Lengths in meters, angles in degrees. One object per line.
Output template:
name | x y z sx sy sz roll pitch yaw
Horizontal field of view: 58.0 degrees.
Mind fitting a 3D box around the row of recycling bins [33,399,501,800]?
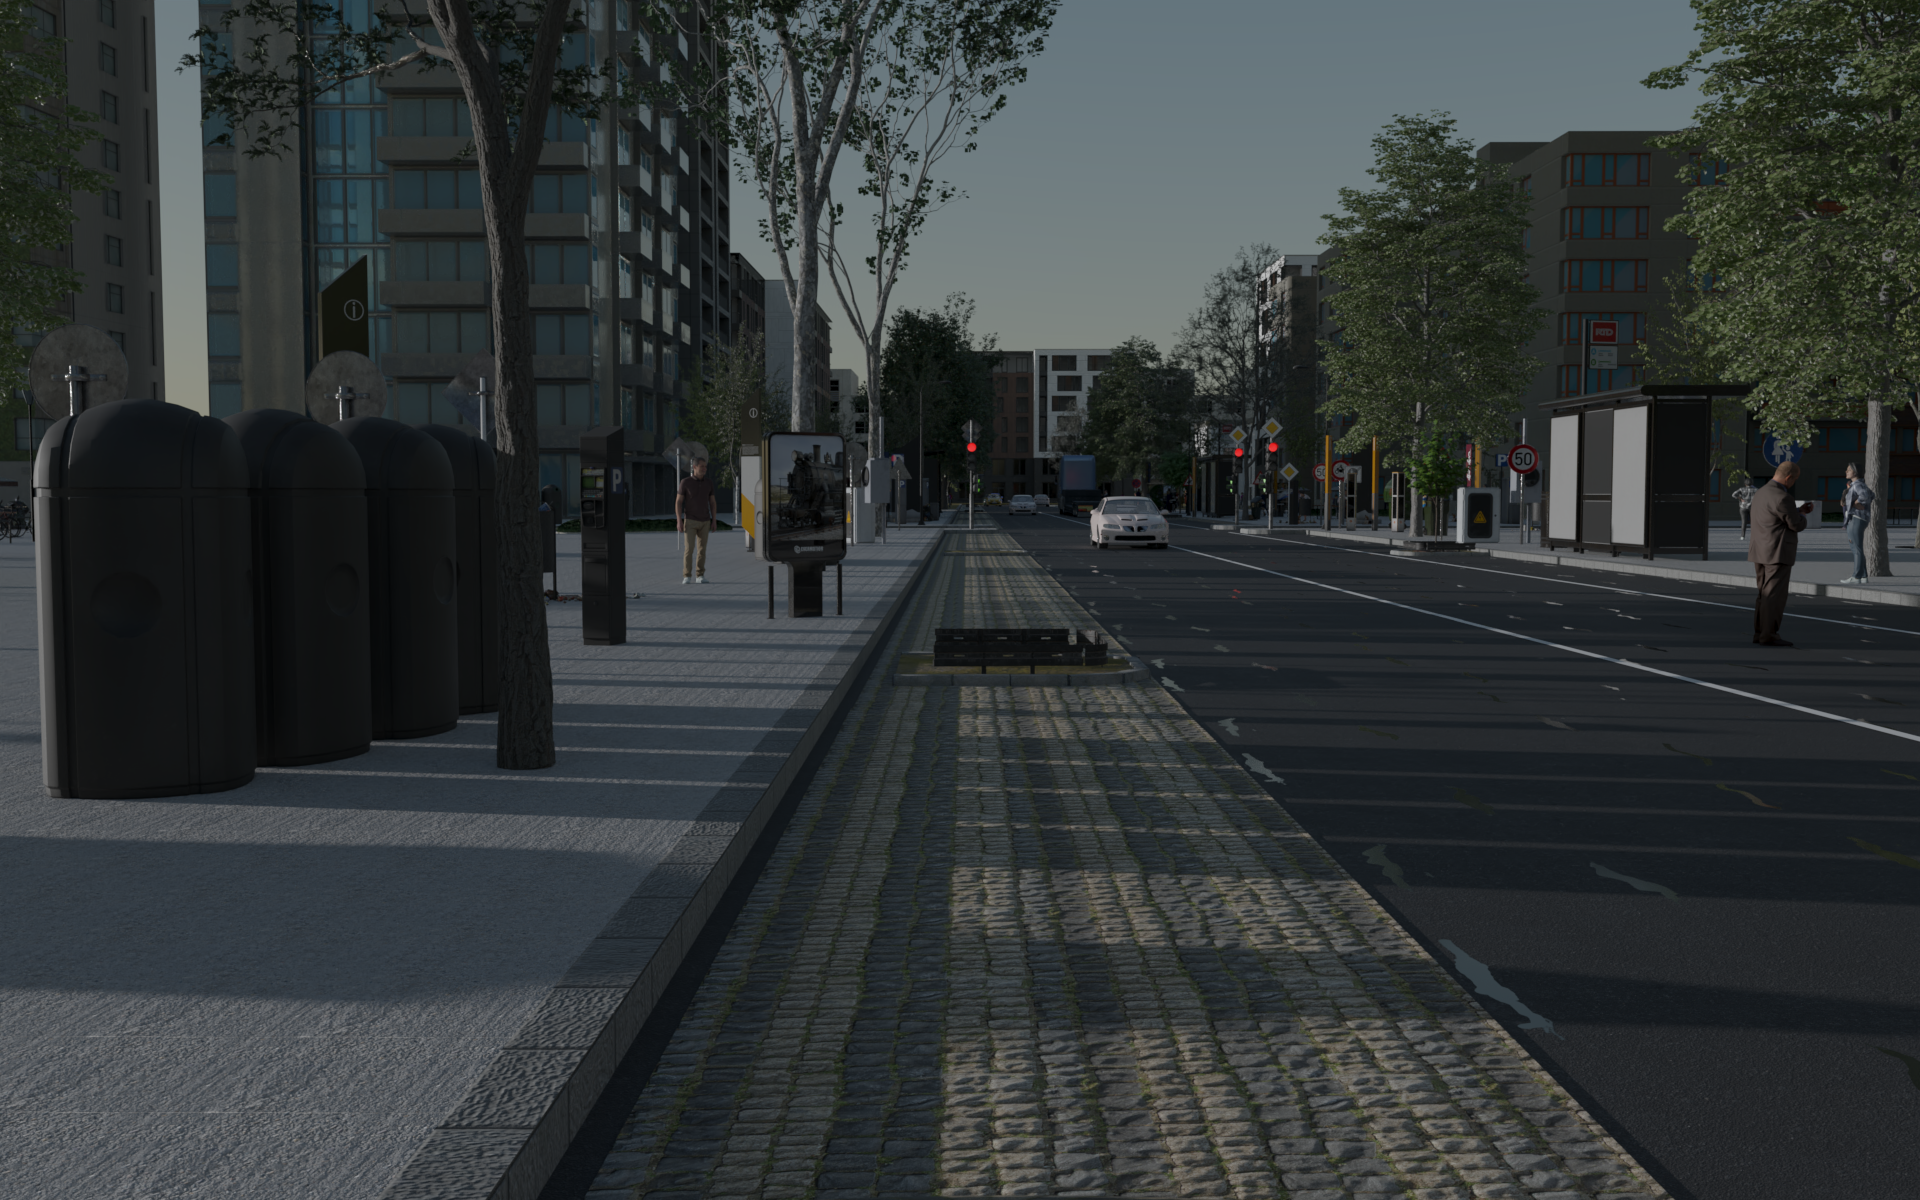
row of recycling bins | -3.305 -0.111 8.932 1.069 1.692 3.534 1 4 9

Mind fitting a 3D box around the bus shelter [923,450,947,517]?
bus shelter | -1.623 -6.299 94.266 1.731 3.624 6.357 0 4 0

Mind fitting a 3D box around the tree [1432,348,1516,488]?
tree | 24.598 -8.117 83.071 4.360 8.622 3.978 0 3 0

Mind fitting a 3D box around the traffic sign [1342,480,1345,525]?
traffic sign | 15.941 -4.393 71.936 0.768 2.556 0.104 0 4 8

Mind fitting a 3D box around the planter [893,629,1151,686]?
planter | 0.489 0.448 13.812 1.991 0.319 1.994 0 4 0

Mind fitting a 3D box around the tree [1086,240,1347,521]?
tree | 13.959 -10.585 83.429 12.009 13.543 11.850 0 3 0

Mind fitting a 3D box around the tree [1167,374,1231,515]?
tree | 14.835 -9.585 107.077 4.360 8.622 3.978 0 3 0

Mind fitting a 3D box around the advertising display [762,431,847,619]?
advertising display | -1.612 -0.783 18.019 0.974 1.923 0.123 -3 4 -38

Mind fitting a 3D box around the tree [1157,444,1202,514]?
tree | 14.412 -7.903 112.935 4.285 4.588 4.351 0 3 0

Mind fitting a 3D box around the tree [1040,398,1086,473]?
tree | 15.195 -18.915 219.630 12.009 13.543 11.850 0 3 0

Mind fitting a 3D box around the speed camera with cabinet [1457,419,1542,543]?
speed camera with cabinet | 14.120 -3.118 45.310 2.038 3.252 0.660 0 4 2

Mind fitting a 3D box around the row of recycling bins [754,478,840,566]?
row of recycling bins | -3.128 -1.554 32.519 1.069 1.692 3.534 -1 4 -20

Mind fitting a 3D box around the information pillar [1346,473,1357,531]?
information pillar | 13.647 -3.416 60.341 0.304 2.012 0.304 1 4 21

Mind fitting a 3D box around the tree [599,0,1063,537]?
tree | -3.819 -12.012 52.278 12.611 20.169 13.585 0 3 0

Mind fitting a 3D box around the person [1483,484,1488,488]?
person | 23.864 -4.388 78.504 0.376 1.734 0.841 0 4 2

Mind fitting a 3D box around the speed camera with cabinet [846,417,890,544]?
speed camera with cabinet | -2.449 -3.100 45.021 0.660 3.252 2.038 -2 4 -23

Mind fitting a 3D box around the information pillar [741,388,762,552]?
information pillar | -4.594 -2.869 38.261 0.504 3.616 0.183 2 4 26

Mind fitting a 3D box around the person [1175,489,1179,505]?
person | 20.944 -9.874 167.447 0.705 1.831 1.348 3 5 43

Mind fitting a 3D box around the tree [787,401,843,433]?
tree | -10.767 -10.971 129.736 4.737 8.622 4.395 0 3 0

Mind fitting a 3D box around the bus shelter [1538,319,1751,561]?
bus shelter | 14.099 -3.659 37.462 2.179 5.291 8.768 0 4 0

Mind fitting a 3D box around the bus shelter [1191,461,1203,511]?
bus shelter | 16.966 -7.916 120.709 1.731 3.624 6.357 0 4 0

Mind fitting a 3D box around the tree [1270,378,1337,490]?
tree | 20.860 -9.551 106.514 4.737 8.622 4.395 0 3 0

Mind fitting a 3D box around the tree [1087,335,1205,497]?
tree | 14.688 -14.122 137.546 9.857 13.997 8.962 0 3 0

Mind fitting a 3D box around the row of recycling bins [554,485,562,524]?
row of recycling bins | -18.625 -4.041 73.177 3.534 1.692 1.069 -2 4 -27

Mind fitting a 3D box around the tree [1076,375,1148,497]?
tree | 14.706 -14.980 163.046 7.486 12.596 7.792 0 3 0

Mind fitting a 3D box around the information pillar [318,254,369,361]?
information pillar | -5.965 -1.561 16.870 0.504 3.616 0.183 -3 5 -44

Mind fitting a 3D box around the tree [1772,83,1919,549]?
tree | 22.718 -7.010 40.375 9.928 11.665 9.643 0 3 0

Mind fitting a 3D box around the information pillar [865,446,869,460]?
information pillar | -4.084 -5.222 76.727 0.504 3.616 0.183 0 4 2

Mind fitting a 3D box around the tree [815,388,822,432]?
tree | -11.979 -9.858 111.538 4.360 8.622 3.978 0 3 0

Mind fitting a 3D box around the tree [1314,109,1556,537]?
tree | 14.096 -8.176 51.801 7.486 12.596 7.792 0 3 0

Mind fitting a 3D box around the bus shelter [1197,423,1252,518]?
bus shelter | 14.415 -7.226 95.776 2.179 5.291 8.768 0 4 0

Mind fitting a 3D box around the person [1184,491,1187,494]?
person | 28.713 -13.079 220.592 0.721 1.735 1.217 -3 5 -45

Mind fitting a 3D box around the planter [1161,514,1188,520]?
planter | 11.545 -4.592 96.225 1.991 0.319 1.994 0 4 0

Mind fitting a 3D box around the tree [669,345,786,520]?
tree | -11.287 -8.217 84.705 4.737 8.622 4.395 0 3 0

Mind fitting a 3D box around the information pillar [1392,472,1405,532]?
information pillar | 14.711 -3.280 58.123 0.304 2.012 0.304 -2 4 -23

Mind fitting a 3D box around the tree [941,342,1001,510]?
tree | -1.198 -14.453 142.966 9.857 13.997 8.962 0 3 0

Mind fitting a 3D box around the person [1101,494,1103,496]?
person | 15.469 -11.406 193.245 1.217 1.735 0.721 1 4 17

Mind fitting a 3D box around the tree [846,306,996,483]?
tree | -2.285 -11.535 105.599 9.611 12.733 9.660 0 3 0

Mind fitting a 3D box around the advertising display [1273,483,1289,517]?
advertising display | 17.995 -5.628 97.226 0.974 1.923 0.123 1 4 8

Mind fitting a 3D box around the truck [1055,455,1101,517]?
truck | 8.231 -7.614 114.252 2.967 4.110 18.799 0 4 0

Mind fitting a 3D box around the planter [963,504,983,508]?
planter | 1.395 -10.958 200.307 1.991 0.319 1.994 0 4 0

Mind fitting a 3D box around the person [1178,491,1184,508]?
person | 20.890 -9.534 162.662 0.721 1.736 1.217 -2 4 -32

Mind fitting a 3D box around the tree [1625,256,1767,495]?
tree | 22.671 -6.263 52.768 4.737 8.622 4.395 0 3 0

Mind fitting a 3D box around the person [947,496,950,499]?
person | -1.269 -8.525 148.642 0.991 1.433 0.599 -1 4 -23

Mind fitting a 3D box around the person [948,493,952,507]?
person | -0.902 -9.565 165.656 0.599 1.433 0.991 1 4 9

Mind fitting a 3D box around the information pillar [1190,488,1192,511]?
information pillar | 16.960 -7.567 128.204 0.304 2.012 0.304 2 4 28

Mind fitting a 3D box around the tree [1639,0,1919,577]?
tree | 14.299 -6.613 26.245 7.486 12.596 7.792 0 3 0

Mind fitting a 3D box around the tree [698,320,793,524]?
tree | -9.415 -7.579 74.277 4.360 8.622 3.978 0 3 0

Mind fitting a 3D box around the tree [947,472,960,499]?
tree | -1.554 -16.067 213.060 4.737 8.622 4.395 0 3 0

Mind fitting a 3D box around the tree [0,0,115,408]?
tree | -15.934 -6.475 23.992 7.486 12.596 7.792 0 3 0

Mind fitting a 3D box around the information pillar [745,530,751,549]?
information pillar | -4.884 -2.225 40.871 0.304 2.012 0.304 -1 4 -22

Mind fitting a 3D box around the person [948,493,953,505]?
person | -1.062 -11.690 200.428 0.557 1.426 1.065 -2 4 -30

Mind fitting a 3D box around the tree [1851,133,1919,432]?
tree | 18.898 -5.074 33.330 4.737 8.622 4.395 0 3 0

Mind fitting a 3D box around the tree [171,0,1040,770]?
tree | -1.972 -4.513 8.200 8.767 10.594 7.601 1 4 9

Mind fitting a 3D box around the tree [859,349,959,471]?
tree | -2.200 -8.383 87.431 4.360 8.622 3.978 0 3 0

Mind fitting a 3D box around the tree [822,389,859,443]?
tree | -8.797 -10.376 120.004 4.360 8.622 3.978 0 3 0

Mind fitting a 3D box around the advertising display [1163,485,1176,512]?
advertising display | 14.710 -7.119 121.608 0.974 1.923 0.123 -1 4 -11

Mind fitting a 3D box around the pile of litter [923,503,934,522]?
pile of litter | -1.822 -4.106 81.094 1.176 0.858 1.719 2 4 27
